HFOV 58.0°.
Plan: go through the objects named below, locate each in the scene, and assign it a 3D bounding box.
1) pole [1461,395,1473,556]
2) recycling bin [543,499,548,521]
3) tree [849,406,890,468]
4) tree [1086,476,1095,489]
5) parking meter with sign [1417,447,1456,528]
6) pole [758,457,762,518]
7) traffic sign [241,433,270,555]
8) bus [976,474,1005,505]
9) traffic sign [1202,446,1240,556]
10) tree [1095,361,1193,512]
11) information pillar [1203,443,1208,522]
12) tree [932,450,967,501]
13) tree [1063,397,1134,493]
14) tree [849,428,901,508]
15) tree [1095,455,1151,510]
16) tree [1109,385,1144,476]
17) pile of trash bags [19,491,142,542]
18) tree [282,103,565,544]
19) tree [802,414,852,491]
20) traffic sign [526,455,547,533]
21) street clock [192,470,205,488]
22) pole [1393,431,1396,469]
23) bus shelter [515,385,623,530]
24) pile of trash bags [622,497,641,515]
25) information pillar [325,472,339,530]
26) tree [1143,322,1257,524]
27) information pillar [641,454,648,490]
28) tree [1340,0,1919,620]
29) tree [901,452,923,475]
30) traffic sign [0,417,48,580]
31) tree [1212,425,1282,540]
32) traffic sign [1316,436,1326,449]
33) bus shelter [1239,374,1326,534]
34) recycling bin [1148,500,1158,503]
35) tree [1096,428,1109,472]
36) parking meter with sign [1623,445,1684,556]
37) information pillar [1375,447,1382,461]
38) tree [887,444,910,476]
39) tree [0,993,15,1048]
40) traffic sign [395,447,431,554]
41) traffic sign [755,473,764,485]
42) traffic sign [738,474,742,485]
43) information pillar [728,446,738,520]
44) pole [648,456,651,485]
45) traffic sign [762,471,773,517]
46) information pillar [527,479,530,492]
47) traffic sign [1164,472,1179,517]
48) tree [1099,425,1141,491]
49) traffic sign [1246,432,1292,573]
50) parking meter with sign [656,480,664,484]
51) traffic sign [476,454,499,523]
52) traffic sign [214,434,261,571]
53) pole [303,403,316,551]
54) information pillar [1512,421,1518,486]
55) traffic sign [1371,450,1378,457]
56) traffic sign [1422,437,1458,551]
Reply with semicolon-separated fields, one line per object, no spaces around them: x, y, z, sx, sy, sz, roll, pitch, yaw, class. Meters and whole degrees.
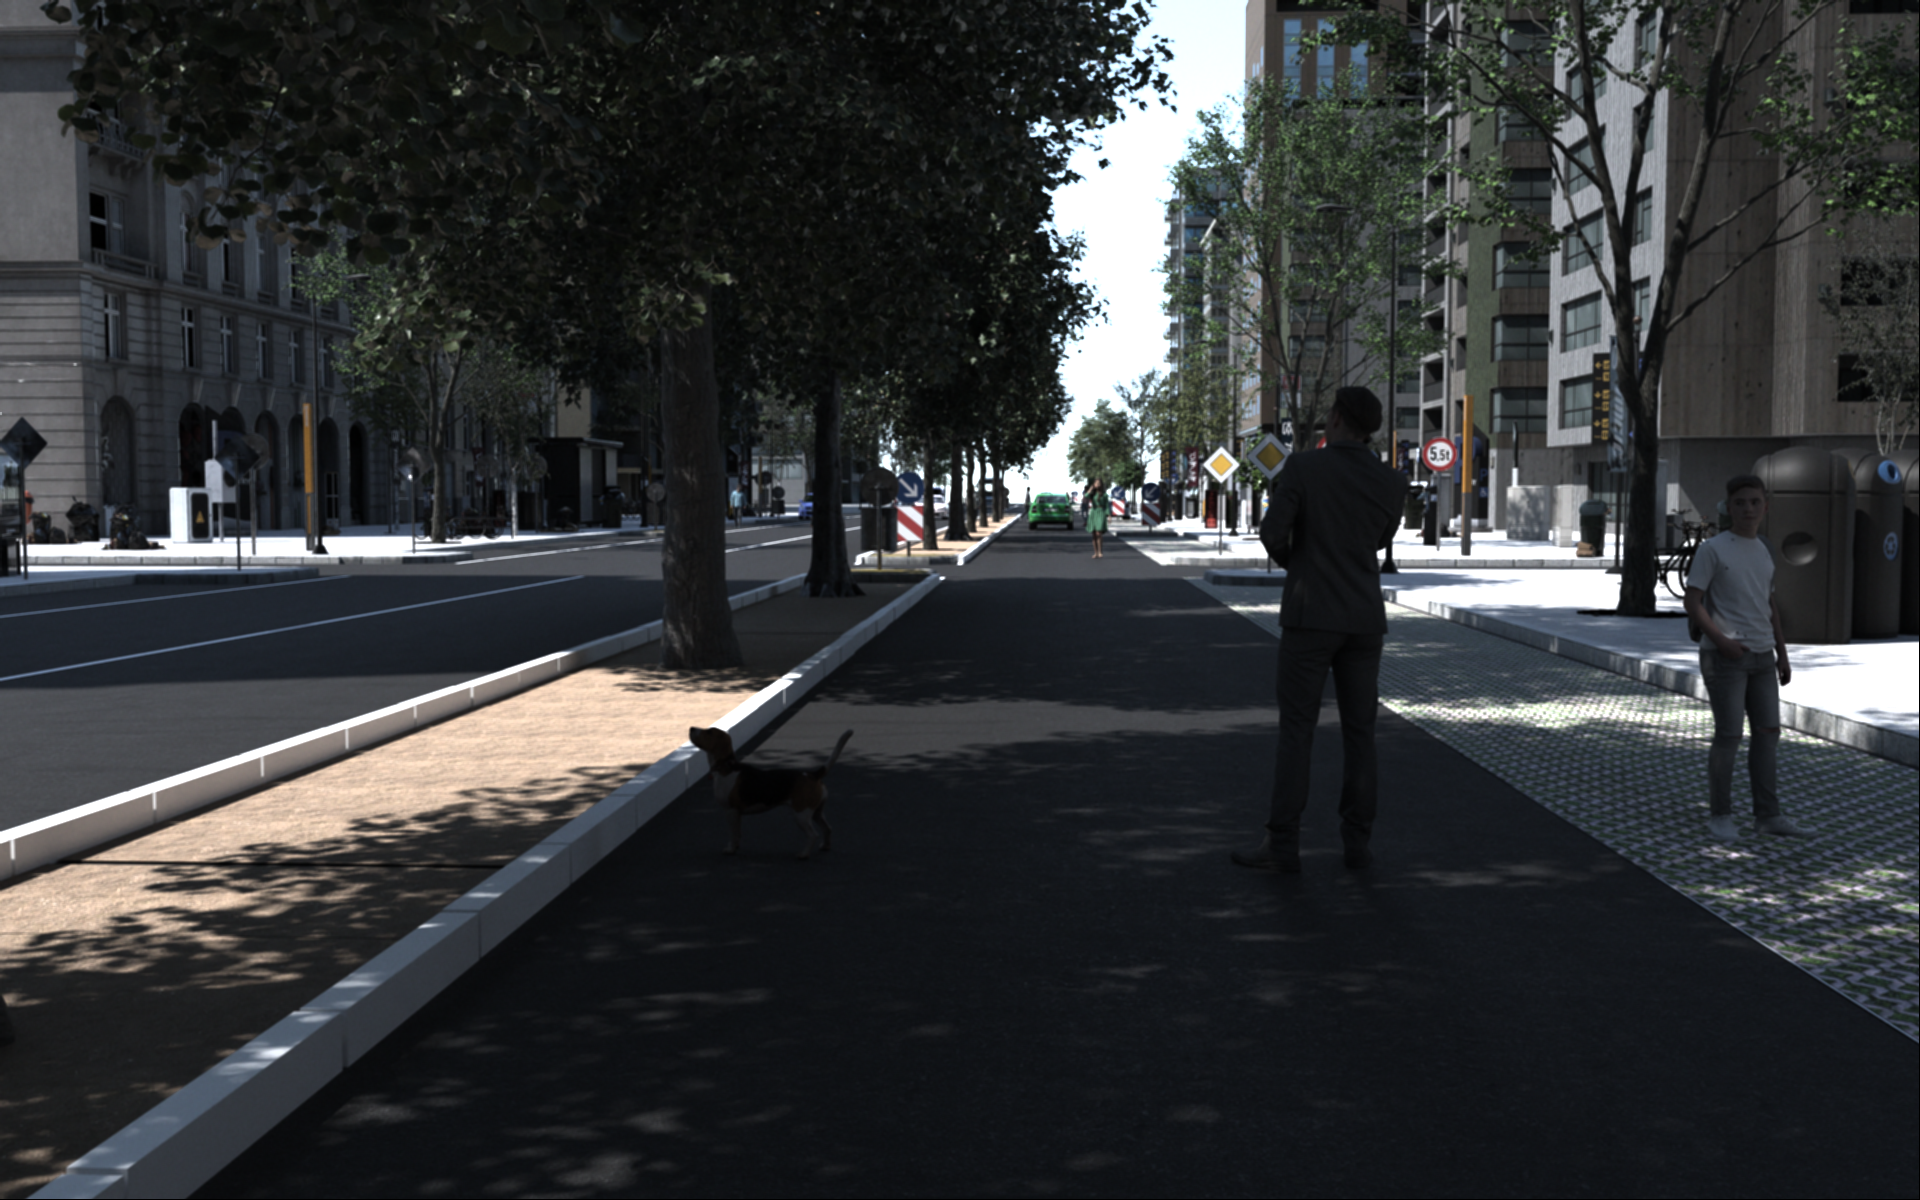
10.482;-2.566;35.794;0.158;3.312;0.155;0;3;0;pole
-19.498;-4.284;82.589;0.722;1.027;0.722;3;4;37;recycling bin
-6.810;-16.732;183.930;12.009;13.543;11.850;0;3;0;tree
18.279;-14.760;225.039;4.285;4.588;4.351;0;3;0;tree
18.045;-4.201;64.949;1.738;3.016;0.543;0;4;5;parking meter with sign
-10.888;-6.146;94.334;0.158;3.312;0.155;0;3;0;pole
-14.785;-2.207;36.195;0.768;2.556;0.104;1;4;10;traffic sign
3.208;-11.368;180.728;2.948;3.499;13.247;0;4;2;bus
5.421;-1.979;36.002;0.795;2.450;0.064;0;4;3;traffic sign
13.028;-11.389;120.630;7.601;10.594;8.767;-1;4;-22;tree
11.134;-5.330;78.503;0.183;3.616;0.504;-1;4;-9;information pillar
-2.233;-21.278;266.017;7.486;12.596;7.792;0;3;0;tree
17.026;-17.408;202.747;7.486;12.596;7.792;0;3;0;tree
-7.953;-12.303;151.514;4.360;8.622;3.978;0;3;0;tree
14.082;-9.724;142.706;4.285;4.588;4.351;0;3;0;tree
11.921;-9.096;99.079;4.737;8.622;4.395;0;3;0;tree
-23.966;-2.281;47.047;3.447;1.369;1.912;-1;4;-12;pile of trash bags
-13.400;-7.255;44.371;9.928;11.665;9.643;0;3;0;tree
-9.884;-10.883;128.292;4.737;8.622;4.395;0;3;0;tree
-13.918;-3.473;56.886;0.768;2.556;0.104;1;4;12;traffic sign
-22.574;-2.868;51.470;0.471;2.002;0.358;2;4;33;street clock
14.024;-3.808;56.097;0.158;3.312;0.155;0;3;0;pole
-14.820;-5.358;65.238;2.179;5.291;8.768;0;4;3;bus shelter
-20.201;-5.934;106.779;1.912;1.369;3.447;1;4;22;pile of trash bags
-21.166;-3.296;58.385;0.304;2.012;0.304;1;4;12;information pillar
10.364;-7.544;73.706;4.737;8.622;4.395;0;3;0;tree
-18.587;-6.778;102.177;0.504;3.616;0.183;1;4;21;information pillar
7.056;-5.626;17.733;9.928;11.665;9.643;0;3;0;tree
-5.931;-15.267;199.971;4.360;8.622;3.978;0;3;0;tree
-14.028;-1.514;25.946;0.795;2.450;0.064;0;4;7;traffic sign
8.282;-3.296;48.495;1.663;3.219;1.824;0;3;0;tree
7.848;-2.217;36.353;0.768;2.556;0.104;1;4;9;traffic sign
10.224;-4.768;55.594;2.179;5.291;8.768;0;4;3;bus shelter
11.464;-5.441;101.516;0.722;1.027;0.722;1;4;21;recycling bin
14.181;-12.344;152.194;4.737;8.622;4.395;0;3;0;tree
14.304;-2.422;35.854;1.738;3.016;0.543;-2;4;-33;parking meter with sign
20.638;-5.761;85.547;0.183;3.616;0.504;-1;4;-17;information pillar
-5.267;-16.925;211.132;8.767;10.594;7.601;-3;5;-41;tree
-2.804;-5.798;3.908;9.857;13.997;8.962;0;3;0;tree
-11.649;-2.034;36.898;0.795;2.450;0.064;0;4;3;traffic sign
-11.646;-6.187;101.257;0.768;2.556;0.104;1;4;12;traffic sign
-11.575;-5.344;89.508;0.606;2.300;0.079;0;4;8;traffic sign
-11.161;-5.741;85.212;0.504;3.616;0.183;0;4;5;information pillar
-16.546;-6.031;92.445;0.158;3.312;0.155;0;3;0;pole
-10.677;-5.815;95.186;0.768;2.556;0.104;1;4;12;traffic sign
-21.114;-4.939;85.236;0.304;2.012;0.304;-2;4;-35;information pillar
11.152;-5.586;91.435;0.768;2.556;0.104;1;4;9;traffic sign
15.690;-13.481;170.784;4.360;8.622;3.978;0;3;0;tree
5.011;-1.491;28.028;0.795;2.450;0.064;0;4;3;traffic sign
-16.058;-5.955;93.626;1.738;3.016;0.543;3;4;36;parking meter with sign
-15.203;-3.399;55.680;0.768;2.556;0.104;1;4;9;traffic sign
-12.060;-1.546;28.924;0.795;2.450;0.064;0;4;3;traffic sign
-14.678;-2.766;39.070;0.158;3.312;0.155;0;3;0;pole
17.694;-3.906;55.217;0.183;3.616;0.504;1;4;9;information pillar
11.415;-2.981;48.844;0.768;2.556;0.104;1;4;12;traffic sign
10.701;-2.360;38.688;0.768;2.556;0.104;1;4;11;traffic sign
